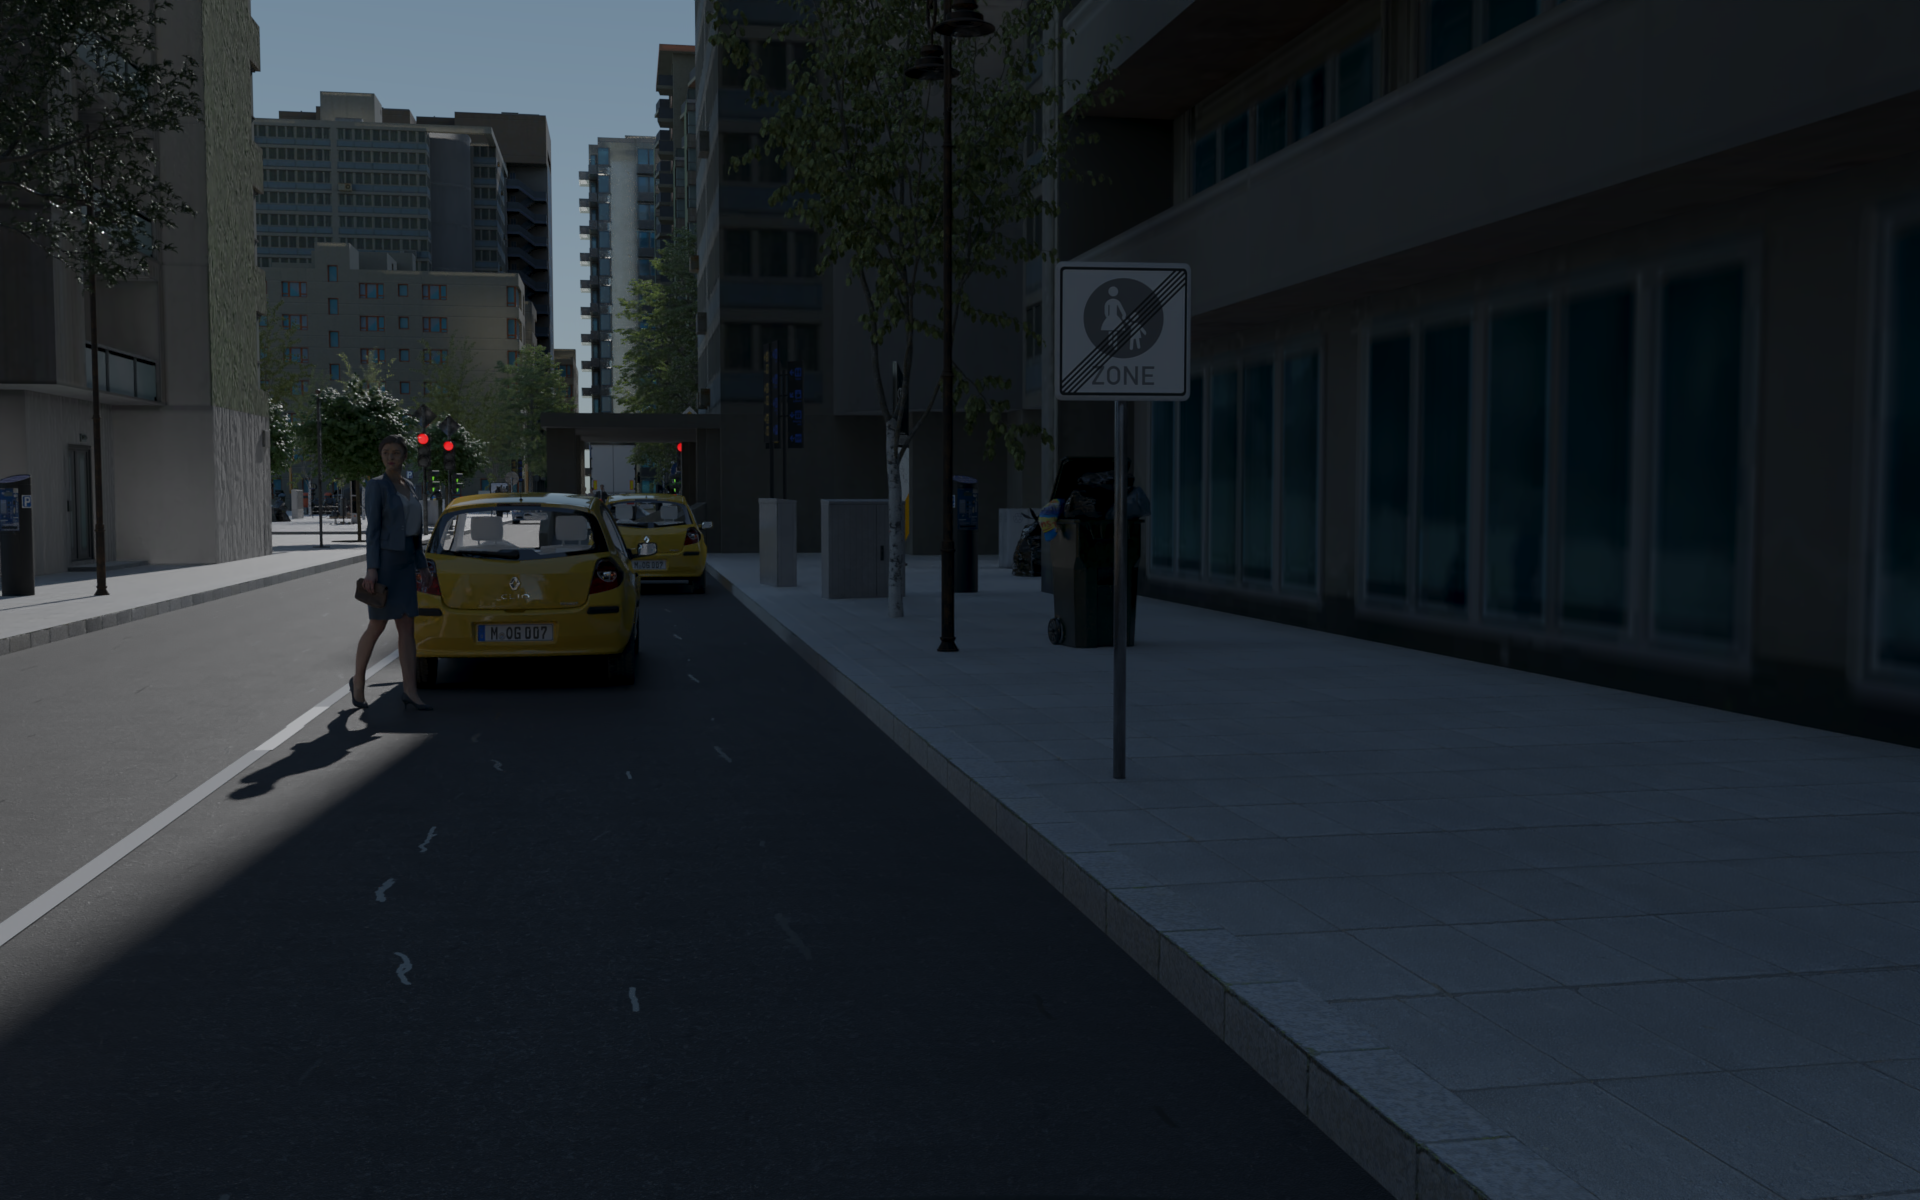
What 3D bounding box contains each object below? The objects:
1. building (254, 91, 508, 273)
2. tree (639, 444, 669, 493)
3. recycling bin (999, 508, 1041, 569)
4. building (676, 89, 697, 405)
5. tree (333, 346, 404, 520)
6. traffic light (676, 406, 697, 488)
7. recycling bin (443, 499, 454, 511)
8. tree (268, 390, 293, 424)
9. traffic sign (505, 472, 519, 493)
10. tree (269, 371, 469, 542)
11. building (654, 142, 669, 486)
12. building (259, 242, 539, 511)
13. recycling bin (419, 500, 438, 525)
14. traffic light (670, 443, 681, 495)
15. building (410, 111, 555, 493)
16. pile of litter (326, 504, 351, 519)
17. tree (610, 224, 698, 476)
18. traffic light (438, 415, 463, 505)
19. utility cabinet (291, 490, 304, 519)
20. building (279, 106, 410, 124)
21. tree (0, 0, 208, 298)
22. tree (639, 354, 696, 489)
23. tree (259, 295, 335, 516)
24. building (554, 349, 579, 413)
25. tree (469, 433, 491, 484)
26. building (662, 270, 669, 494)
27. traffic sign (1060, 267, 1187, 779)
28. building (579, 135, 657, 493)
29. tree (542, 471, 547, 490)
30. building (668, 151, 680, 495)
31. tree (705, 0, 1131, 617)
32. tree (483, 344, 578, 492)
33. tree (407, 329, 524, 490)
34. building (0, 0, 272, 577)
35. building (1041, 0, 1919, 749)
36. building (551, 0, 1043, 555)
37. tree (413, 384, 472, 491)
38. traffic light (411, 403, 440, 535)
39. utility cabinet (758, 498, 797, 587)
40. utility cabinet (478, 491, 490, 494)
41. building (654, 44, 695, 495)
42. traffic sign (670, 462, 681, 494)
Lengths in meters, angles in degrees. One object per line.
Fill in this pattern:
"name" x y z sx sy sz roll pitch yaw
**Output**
"building" -58.208 -29.375 172.161 32.217 40.220 23.993 -1 4 -11
"tree" -19.625 -10.088 115.297 4.737 8.622 4.395 0 3 0
"recycling bin" 1.098 -1.072 30.075 0.722 1.027 0.722 -1 4 -12
"building" -13.257 -21.804 128.191 14.160 30.474 14.107 -1 4 -11
"tree" -29.858 -8.326 86.490 4.360 8.622 3.978 0 3 0
"traffic light" -8.631 -4.059 55.290 0.839 4.253 0.868 -1 4 -11
"recycling bin" -25.523 -4.542 86.821 0.722 1.027 0.722 -2 4 -23
"tree" -47.016 -10.224 117.525 4.360 8.622 3.978 0 3 0
"traffic sign" -25.290 -5.974 97.776 0.768 2.556 0.104 0 4 -5
"tree" -16.209 -3.841 46.509 4.285 4.588 4.351 0 3 0
"building" -28.954 -31.891 205.019 14.154 41.232 14.086 -1 4 -11
"building" -50.825 -18.485 147.274 27.650 21.520 28.899 -1 4 -11
"recycling bin" -21.899 -3.575 71.013 0.722 1.027 0.722 2 4 31
"traffic light" -10.158 -4.539 63.128 0.839 4.253 0.868 -1 4 -11
"building" -54.389 -33.603 199.522 14.200 45.320 14.600 -1 4 -11
"pile of litter" -32.018 -4.652 90.027 1.719 0.858 1.176 -1 4 -17
"tree" -10.877 -9.487 73.245 7.486 12.596 7.792 0 3 0
"traffic light" -18.117 -4.443 61.567 0.839 4.253 0.868 -1 4 -11
"utility cabinet" -33.963 -4.901 88.809 0.318 1.500 1.173 0 4 -7
"building" -68.625 -33.435 196.779 14.200 45.320 14.600 -1 4 -11
"tree" -10.293 -4.925 14.943 7.601 10.594 8.767 -1 4 -20
"tree" -13.883 -8.284 85.812 4.360 8.622 3.978 0 3 0
"tree" -25.513 -6.872 62.724 4.737 8.622 4.395 0 3 0
"building" -65.451 -23.479 228.919 28.899 21.520 27.650 -1 4 -11
"tree" -20.266 -5.157 68.032 4.285 4.588 4.351 0 3 0
"building" -25.803 -25.651 191.101 14.160 30.474 14.107 -1 4 -11
"traffic sign" 0.718 -0.343 7.746 0.606 2.300 0.079 0 4 -7
"building" -35.231 -37.480 232.412 30.456 49.044 23.786 -1 4 -11
"tree" -44.574 -12.676 190.973 4.285 4.588 4.351 0 3 0
"building" -17.422 -23.055 148.653 14.160 30.474 14.107 -1 4 -11
"tree" -0.603 -4.112 17.602 4.737 8.622 4.395 0 3 0
"tree" -32.158 -13.014 130.913 7.486 12.596 7.792 0 3 0
"tree" -23.024 -7.823 78.276 4.737 8.622 4.395 0 3 0
"building" -20.148 -21.027 27.391 14.154 41.232 14.086 -1 4 -11
"building" 13.526 -23.813 13.051 21.300 48.544 21.600 -1 4 -11
"building" 5.901 -21.535 43.975 32.217 40.220 23.993 -1 4 -11
"tree" -34.390 -10.112 115.691 4.360 8.622 3.978 0 3 0
"traffic light" -16.590 -3.964 53.729 0.839 4.253 0.868 -1 4 -11
"utility cabinet" -2.556 -0.807 24.350 0.306 1.237 1.020 -1 4 -21
"utility cabinet" -31.686 -6.564 115.999 1.173 1.500 0.318 2 4 28
"building" -18.518 -31.535 170.229 22.147 44.769 28.867 -1 4 -11
"traffic sign" -10.900 -4.127 67.589 0.768 2.556 0.104 0 4 -8
